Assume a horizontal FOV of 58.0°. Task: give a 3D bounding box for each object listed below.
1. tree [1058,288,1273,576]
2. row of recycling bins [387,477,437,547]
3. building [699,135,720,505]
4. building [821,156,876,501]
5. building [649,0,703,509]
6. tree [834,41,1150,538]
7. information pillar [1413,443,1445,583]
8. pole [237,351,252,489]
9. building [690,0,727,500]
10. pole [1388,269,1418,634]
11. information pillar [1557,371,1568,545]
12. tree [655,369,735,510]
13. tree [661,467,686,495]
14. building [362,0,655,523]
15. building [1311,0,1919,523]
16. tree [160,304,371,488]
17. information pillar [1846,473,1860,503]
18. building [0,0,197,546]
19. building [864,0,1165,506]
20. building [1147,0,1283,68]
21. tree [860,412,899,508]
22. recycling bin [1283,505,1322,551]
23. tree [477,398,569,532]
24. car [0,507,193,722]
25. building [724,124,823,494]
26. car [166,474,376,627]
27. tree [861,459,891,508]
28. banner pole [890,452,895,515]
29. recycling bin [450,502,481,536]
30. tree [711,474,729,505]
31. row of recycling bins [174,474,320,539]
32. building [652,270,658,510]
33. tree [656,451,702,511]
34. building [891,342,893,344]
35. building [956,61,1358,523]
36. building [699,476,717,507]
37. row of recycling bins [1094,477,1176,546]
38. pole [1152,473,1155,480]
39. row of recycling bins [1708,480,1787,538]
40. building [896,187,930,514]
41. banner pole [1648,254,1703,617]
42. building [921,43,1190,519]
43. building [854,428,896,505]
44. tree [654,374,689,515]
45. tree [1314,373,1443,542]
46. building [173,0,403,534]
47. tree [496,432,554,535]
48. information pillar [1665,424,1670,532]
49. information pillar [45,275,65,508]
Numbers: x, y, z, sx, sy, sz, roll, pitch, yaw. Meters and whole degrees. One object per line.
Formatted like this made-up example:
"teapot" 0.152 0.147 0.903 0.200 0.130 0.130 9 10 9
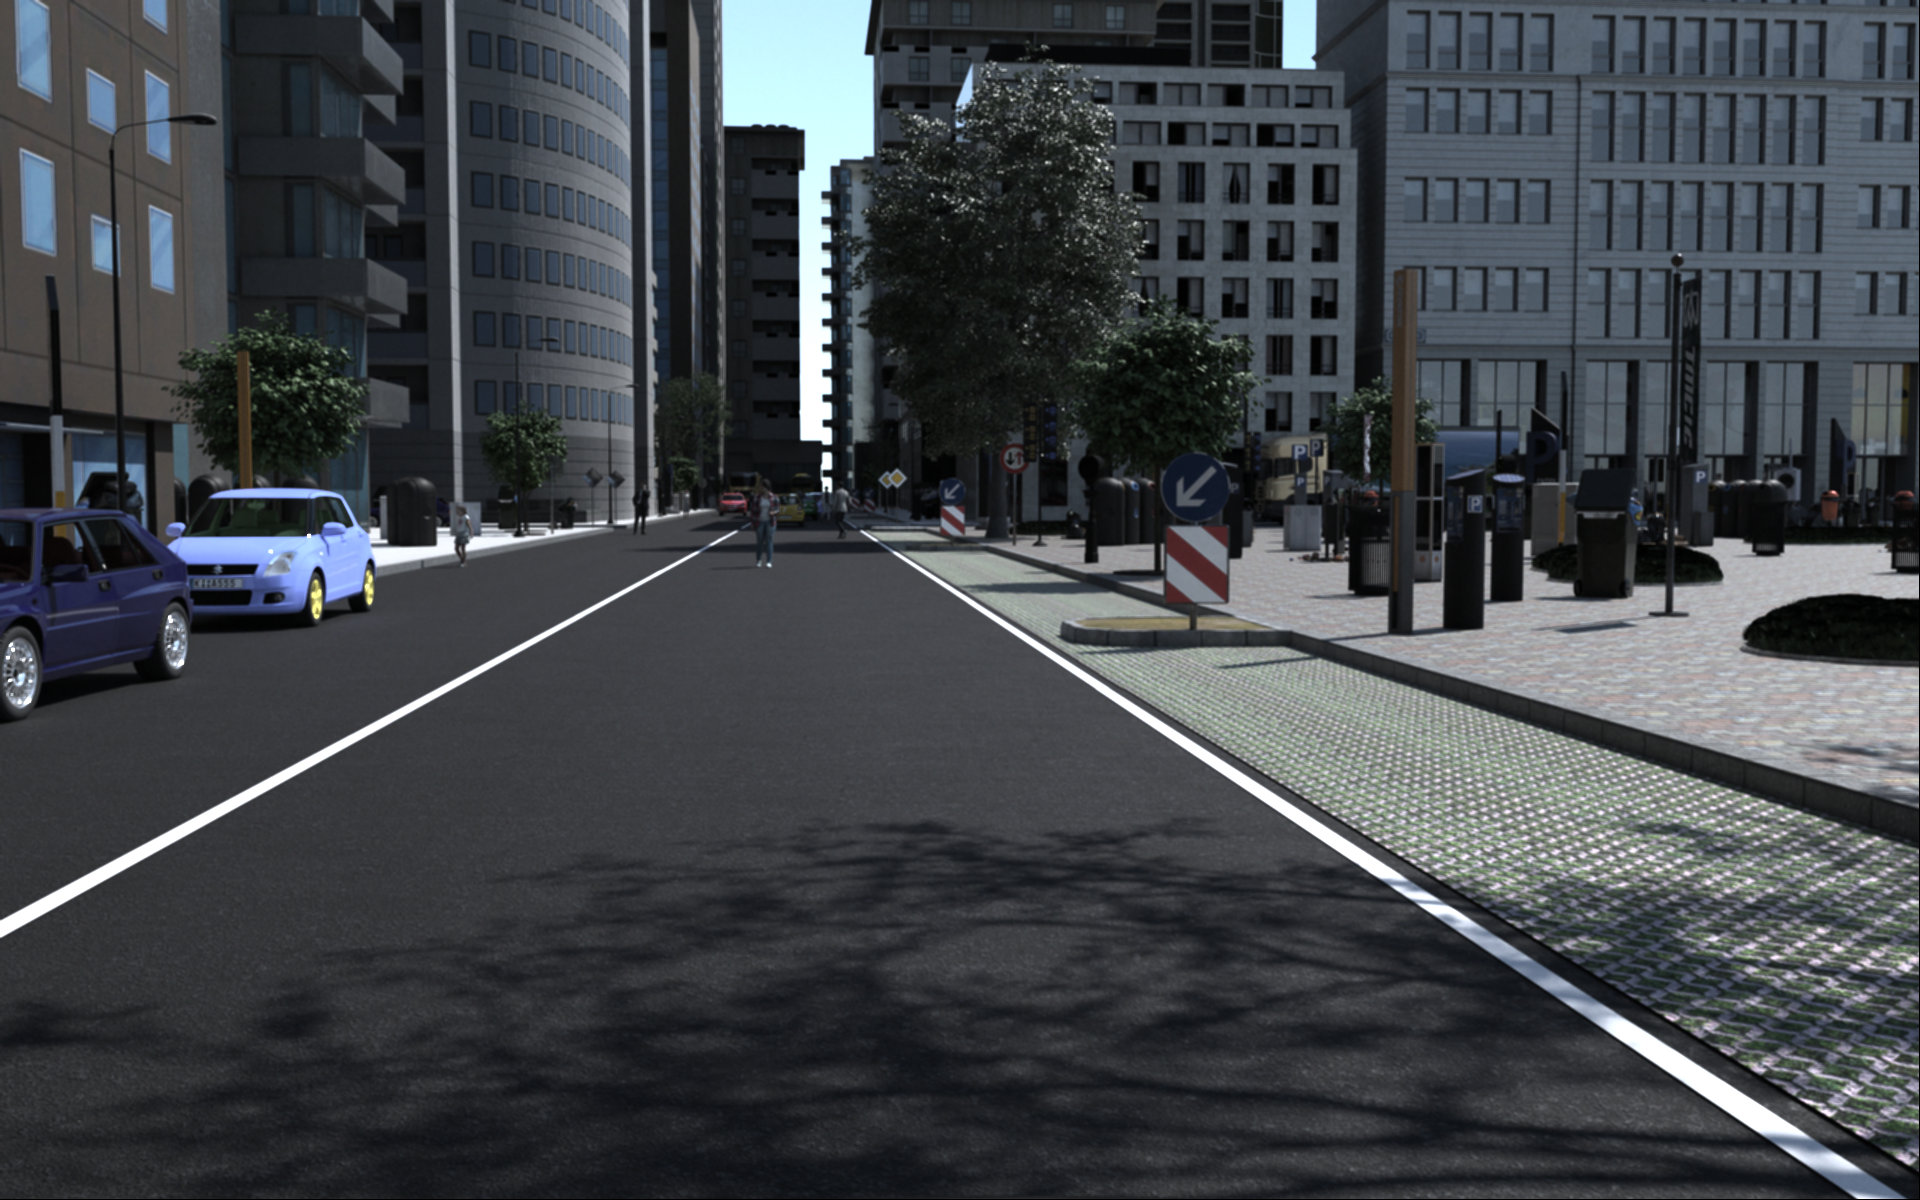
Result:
"tree" 3.272 -2.695 27.777 4.285 4.588 4.351 0 3 0
"row of recycling bins" -13.916 -2.241 43.750 1.069 1.692 3.534 -2 4 -24
"building" -34.211 -31.105 192.157 14.154 41.232 14.086 0 4 -5
"building" -4.373 -38.284 245.553 30.456 49.044 23.786 0 4 -5
"building" -30.381 -30.810 153.857 14.600 45.320 14.200 0 4 -5
"tree" 1.094 -8.807 50.654 9.857 13.997 8.962 0 3 0
"information pillar" 6.836 -1.270 25.252 0.304 2.012 0.304 -3 5 -41
"pole" -10.263 -1.898 24.884 0.158 3.312 0.155 0 3 0
"building" -39.448 -47.255 210.863 20.611 71.187 20.563 0 4 -5
"pole" 4.061 -1.347 15.872 0.158 3.312 0.155 0 3 0
"information pillar" 11.382 -2.530 32.720 0.183 3.616 0.504 1 4 14
"tree" -22.273 -13.327 143.651 9.928 11.665 9.643 0 3 0
"tree" -20.038 -7.746 121.252 1.663 3.219 1.824 0 3 0
"building" -27.169 -33.230 85.303 21.231 58.520 28.212 0 4 -5
"building" 32.943 -18.682 82.937 29.804 29.767 11.434 0 4 -5
"tree" -11.976 -2.834 30.058 4.285 4.588 4.351 0 3 0
"information pillar" 30.935 -3.397 60.038 0.304 2.012 0.304 -3 4 -37
"building" -21.717 -23.006 26.267 14.600 45.320 14.200 0 4 -5
"building" 4.964 -36.150 180.283 28.713 52.752 27.495 0 4 -5
"building" 35.307 -49.492 247.453 20.611 71.187 20.563 0 4 -5
"tree" -7.130 -12.551 155.579 4.360 8.622 3.978 0 3 0
"recycling bin" 7.753 -1.632 39.236 0.722 1.027 0.722 0 4 -1
"tree" -14.888 -4.623 59.306 4.285 4.588 4.351 0 3 0
"car" -6.848 0.031 12.072 1.945 1.354 3.894 0 4 -3
"building" -33.495 -40.156 245.789 27.495 52.752 28.713 0 4 -5
"car" -7.893 -0.621 19.743 1.945 1.707 3.694 0 4 -6
"tree" -7.859 -10.966 163.002 4.285 4.588 4.351 0 3 0
"banner pole" -4.041 -6.946 103.580 0.401 3.779 0.863 1 4 15
"recycling bin" -15.244 -2.497 53.388 0.722 1.027 0.722 -3 5 -41
"tree" -23.576 -10.716 169.806 1.663 3.219 1.824 0 3 0
"row of recycling bins" -15.104 -1.769 36.039 3.534 1.692 1.069 0 4 -5
"building" -36.541 -16.954 122.229 27.650 21.520 28.899 0 4 -5
"tree" -21.114 -8.955 130.122 4.285 4.588 4.351 0 3 0
"building" 1.627 -18.132 138.257 13.314 21.916 24.055 0 4 -5
"building" 8.642 -13.830 80.868 16.860 20.320 10.420 0 4 -5
"building" -41.011 -29.391 172.426 32.217 40.220 23.993 0 4 -5
"row of recycling bins" 4.413 -2.272 44.263 1.069 1.692 3.534 2 4 35
"pole" 8.522 -5.027 76.028 0.158 3.312 0.155 0 3 0
"row of recycling bins" 23.133 -2.690 51.100 1.069 1.692 3.534 0 4 -8
"building" 3.092 -16.634 113.761 13.314 21.916 24.055 0 4 -5
"banner pole" 7.486 -1.709 17.955 0.401 3.779 0.863 0 4 1
"building" 4.570 -16.158 93.861 12.332 23.373 15.834 0 4 -5
"building" -1.303 -54.760 208.003 22.319 86.520 31.000 0 4 -5
"tree" -18.760 -9.567 106.777 4.360 8.622 3.978 0 3 0
"tree" 11.372 -3.878 47.117 4.285 4.588 4.351 0 3 0
"building" -32.553 -26.243 48.679 30.456 49.044 23.786 0 4 -5
"tree" -13.624 -3.634 54.017 1.663 3.219 1.824 0 3 0
"information pillar" 23.879 -4.084 58.132 0.183 3.616 0.504 0 4 2
"information pillar" -9.612 -1.656 18.432 0.183 3.616 0.504 -2 4 -32
